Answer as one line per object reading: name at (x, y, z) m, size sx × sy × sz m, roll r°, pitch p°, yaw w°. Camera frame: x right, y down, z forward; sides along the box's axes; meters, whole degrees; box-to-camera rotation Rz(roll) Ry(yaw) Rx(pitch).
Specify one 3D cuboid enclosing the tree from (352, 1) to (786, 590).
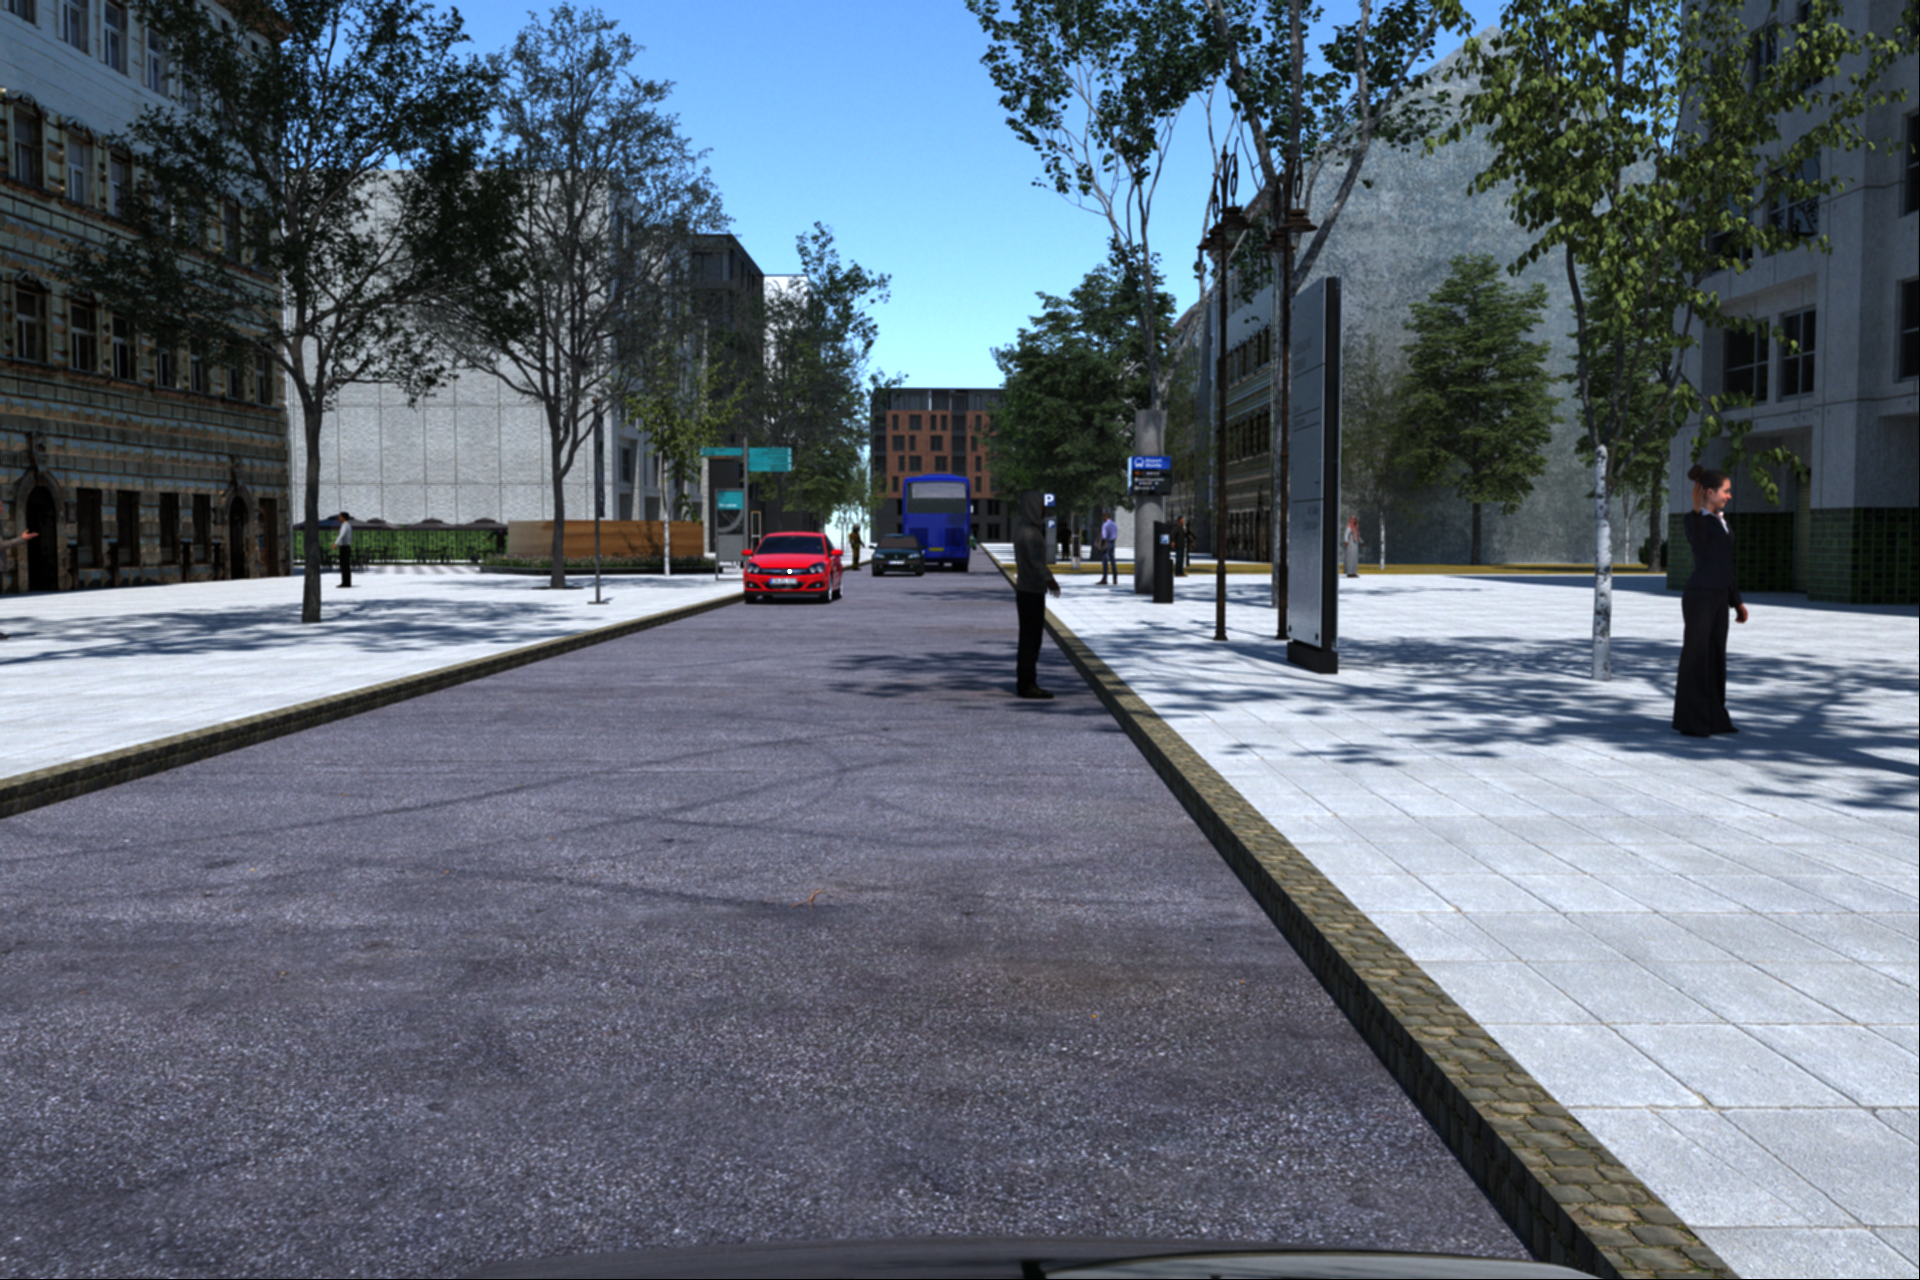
tree at (-9.225, -7.923, 39.917) m, size 12.009 × 13.543 × 11.850 m, roll 0°, pitch 3°, yaw 0°

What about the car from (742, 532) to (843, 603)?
car at (-3.537, -1.717, 37.107) m, size 2.155 × 1.783 × 4.494 m, roll 0°, pitch 4°, yaw 1°

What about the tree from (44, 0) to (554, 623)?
tree at (-9.191, -5.546, 25.095) m, size 8.767 × 10.594 × 7.601 m, roll 3°, pitch 4°, yaw 38°

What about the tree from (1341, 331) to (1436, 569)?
tree at (15.399, -6.871, 62.710) m, size 4.360 × 8.622 × 3.978 m, roll 0°, pitch 3°, yaw 0°

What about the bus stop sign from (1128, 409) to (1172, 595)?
bus stop sign at (4.034, -2.929, 36.907) m, size 0.837 × 3.901 × 0.837 m, roll 0°, pitch 3°, yaw 0°

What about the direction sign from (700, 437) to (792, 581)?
direction sign at (-5.887, -3.640, 48.273) m, size 2.525 × 3.948 × 1.411 m, roll 0°, pitch 4°, yaw 0°

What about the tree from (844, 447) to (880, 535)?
tree at (-8.029, -11.657, 140.949) m, size 4.360 × 8.622 × 3.978 m, roll 0°, pitch 3°, yaw 0°

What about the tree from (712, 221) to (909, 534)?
tree at (-9.473, -15.409, 107.820) m, size 12.611 × 20.169 × 13.585 m, roll 0°, pitch 3°, yaw 0°

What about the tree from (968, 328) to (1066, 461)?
tree at (7.205, -18.441, 157.402) m, size 12.611 × 20.169 × 13.585 m, roll 0°, pitch 3°, yaw 0°

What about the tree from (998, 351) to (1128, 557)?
tree at (6.004, -10.521, 97.774) m, size 9.928 × 11.665 × 9.643 m, roll 0°, pitch 3°, yaw 0°

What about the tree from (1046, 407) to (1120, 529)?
tree at (5.870, -8.468, 88.818) m, size 4.360 × 8.622 × 3.978 m, roll 0°, pitch 3°, yaw 0°

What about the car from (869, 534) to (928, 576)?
car at (-2.111, -3.064, 59.883) m, size 2.009 × 1.686 × 4.222 m, roll 0°, pitch 4°, yaw 1°

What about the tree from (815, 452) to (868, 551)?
tree at (-8.583, -11.272, 134.656) m, size 4.360 × 8.622 × 3.978 m, roll 0°, pitch 3°, yaw 0°

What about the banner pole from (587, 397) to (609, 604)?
banner pole at (-6.665, -2.570, 32.040) m, size 0.401 × 3.779 × 0.863 m, roll 0°, pitch 4°, yaw 1°

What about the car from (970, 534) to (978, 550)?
car at (0.535, -8.810, 155.847) m, size 2.131 × 1.459 × 4.920 m, roll 0°, pitch 4°, yaw -1°

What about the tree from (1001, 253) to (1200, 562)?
tree at (6.304, -10.598, 79.939) m, size 9.857 × 13.997 × 8.962 m, roll 0°, pitch 3°, yaw 0°

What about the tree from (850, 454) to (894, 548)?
tree at (-8.373, -12.530, 155.224) m, size 4.737 × 8.622 × 4.395 m, roll 0°, pitch 3°, yaw 0°

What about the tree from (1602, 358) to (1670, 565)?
tree at (27.859, -7.479, 72.637) m, size 4.360 × 8.622 × 3.978 m, roll 0°, pitch 3°, yaw 0°

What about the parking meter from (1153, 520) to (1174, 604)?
parking meter at (3.768, -1.447, 32.075) m, size 0.372 × 1.533 × 0.369 m, roll 0°, pitch 3°, yaw 0°

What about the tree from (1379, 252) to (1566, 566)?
tree at (20.962, -9.335, 70.751) m, size 7.486 × 12.596 × 7.792 m, roll 0°, pitch 3°, yaw 0°

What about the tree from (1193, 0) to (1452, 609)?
tree at (6.882, -10.558, 28.509) m, size 12.611 × 20.169 × 13.585 m, roll 0°, pitch 3°, yaw 0°

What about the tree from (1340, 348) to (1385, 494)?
tree at (14.020, -7.175, 67.673) m, size 4.360 × 8.622 × 3.978 m, roll 0°, pitch 3°, yaw 0°

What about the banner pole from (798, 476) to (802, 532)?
banner pole at (-6.878, -5.183, 74.752) m, size 0.401 × 3.779 × 0.863 m, roll 0°, pitch 3°, yaw 0°

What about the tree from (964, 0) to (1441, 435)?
tree at (6.871, -11.868, 49.936) m, size 12.611 × 20.169 × 13.585 m, roll 0°, pitch 3°, yaw 0°

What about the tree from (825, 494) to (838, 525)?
tree at (-20.105, -20.061, 246.118) m, size 7.486 × 12.596 × 7.792 m, roll 0°, pitch 3°, yaw 0°

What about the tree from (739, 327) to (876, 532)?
tree at (-8.564, -10.865, 95.765) m, size 7.486 × 12.596 × 7.792 m, roll 0°, pitch 3°, yaw 0°

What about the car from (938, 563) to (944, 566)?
car at (-1.628, -4.117, 79.103) m, size 2.131 × 1.459 × 4.920 m, roll 0°, pitch 3°, yaw 0°

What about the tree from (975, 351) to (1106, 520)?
tree at (6.172, -13.079, 120.504) m, size 9.857 × 13.997 × 8.962 m, roll 0°, pitch 3°, yaw 0°

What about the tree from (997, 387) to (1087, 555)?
tree at (5.904, -11.211, 109.062) m, size 9.928 × 11.665 × 9.643 m, roll 0°, pitch 3°, yaw 0°

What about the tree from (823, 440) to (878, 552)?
tree at (-8.702, -10.698, 125.276) m, size 4.360 × 8.622 × 3.978 m, roll 0°, pitch 3°, yaw 0°

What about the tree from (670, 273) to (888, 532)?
tree at (-8.520, -10.491, 81.895) m, size 12.009 × 13.543 × 11.850 m, roll 0°, pitch 3°, yaw 0°

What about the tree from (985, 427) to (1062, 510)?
tree at (7.131, -14.056, 140.184) m, size 12.009 × 13.543 × 11.850 m, roll 0°, pitch 3°, yaw 0°

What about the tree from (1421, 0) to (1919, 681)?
tree at (5.665, -3.937, 14.736) m, size 4.737 × 8.622 × 4.395 m, roll 0°, pitch 3°, yaw 0°

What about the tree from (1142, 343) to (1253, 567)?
tree at (8.611, -7.134, 66.997) m, size 4.360 × 8.622 × 3.978 m, roll 0°, pitch 3°, yaw 0°

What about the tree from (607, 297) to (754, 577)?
tree at (-8.612, -6.219, 52.039) m, size 4.737 × 8.622 × 4.395 m, roll 0°, pitch 3°, yaw 0°

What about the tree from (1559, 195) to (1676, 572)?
tree at (23.788, -8.572, 58.279) m, size 7.486 × 12.596 × 7.792 m, roll 0°, pitch 3°, yaw 0°
